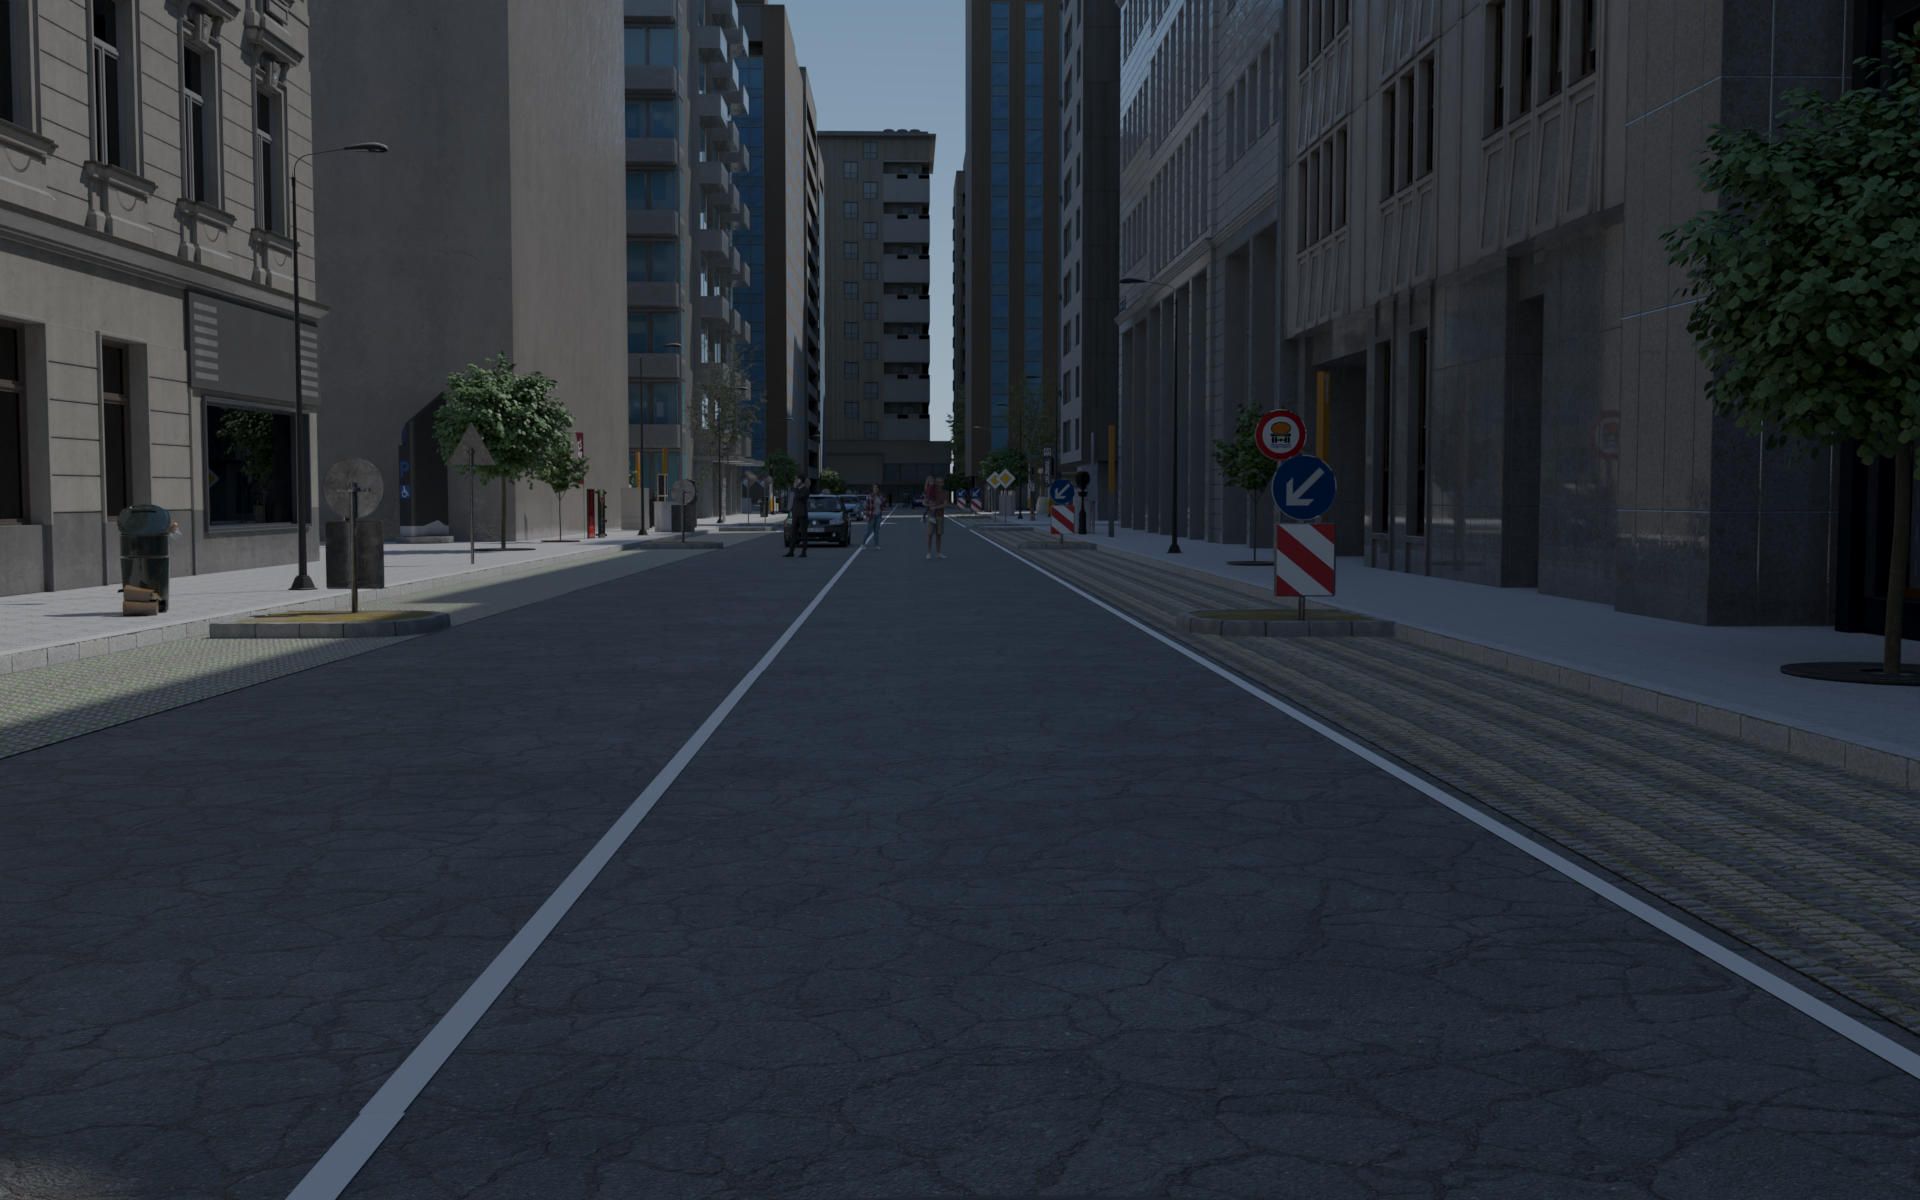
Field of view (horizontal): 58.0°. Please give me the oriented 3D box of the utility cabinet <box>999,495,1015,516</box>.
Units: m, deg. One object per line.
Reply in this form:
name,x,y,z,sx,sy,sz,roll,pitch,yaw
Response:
utility cabinet,2.754,-5.536,101.677,1.020,1.237,0.306,3,5,43

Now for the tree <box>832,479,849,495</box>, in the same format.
tree,-15.224,-14.148,225.926,1.663,3.219,1.824,0,3,0

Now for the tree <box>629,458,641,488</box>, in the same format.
tree,-15.338,-5.083,77.707,1.663,3.219,1.824,0,3,0

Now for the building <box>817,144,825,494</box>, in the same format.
building,-24.366,-34.646,216.572,14.200,45.320,14.600,0,4,-2

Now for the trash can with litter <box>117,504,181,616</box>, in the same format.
trash can with litter,-8.705,-0.440,18.589,0.624,1.170,1.055,-1,4,-23

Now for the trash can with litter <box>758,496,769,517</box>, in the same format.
trash can with litter,-10.870,-5.155,95.667,0.624,1.170,1.055,0,4,-6

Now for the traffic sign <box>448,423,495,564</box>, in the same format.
traffic sign,-8.917,-1.934,31.619,0.884,2.594,0.081,0,4,5

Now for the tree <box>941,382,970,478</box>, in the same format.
tree,1.851,-14.639,157.467,7.486,12.596,7.792,0,3,0

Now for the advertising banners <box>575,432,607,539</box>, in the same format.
advertising banners,-10.625,-3.283,49.866,0.090,3.025,2.074,1,4,12

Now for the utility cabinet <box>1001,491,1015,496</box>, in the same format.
utility cabinet,3.266,-6.664,117.643,0.318,1.500,1.173,-3,5,-39

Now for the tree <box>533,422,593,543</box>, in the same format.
tree,-10.541,-3.152,46.133,1.663,3.219,1.824,0,3,0

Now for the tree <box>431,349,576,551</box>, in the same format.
tree,-10.407,-3.405,39.381,4.285,4.588,4.351,0,3,0

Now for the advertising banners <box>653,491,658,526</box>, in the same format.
advertising banners,-12.452,-4.350,67.314,2.074,3.025,0.090,-1,4,-10

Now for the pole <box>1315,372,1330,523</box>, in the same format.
pole,6.067,-2.150,28.989,0.158,3.312,0.155,0,3,0

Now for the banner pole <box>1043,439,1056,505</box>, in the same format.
banner pole,4.096,-5.413,78.527,0.863,3.779,0.401,2,4,34

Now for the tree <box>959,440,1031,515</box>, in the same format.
tree,2.897,-7.861,112.248,4.285,4.588,4.351,0,3,0

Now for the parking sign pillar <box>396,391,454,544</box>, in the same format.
parking sign pillar,-13.965,-3.462,45.076,1.447,3.967,1.447,2,4,29

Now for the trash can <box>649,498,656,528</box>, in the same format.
trash can,-11.809,-3.274,65.180,0.748,1.137,0.748,0,3,0

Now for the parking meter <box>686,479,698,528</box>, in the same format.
parking meter,-10.178,-3.676,65.814,0.399,1.863,0.255,0,4,4

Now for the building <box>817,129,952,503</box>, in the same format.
building,-15.212,-40.362,249.162,27.495,52.752,28.713,0,4,-2

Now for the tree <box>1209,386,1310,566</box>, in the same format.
tree,5.241,-2.250,31.388,1.663,3.219,1.824,0,3,0

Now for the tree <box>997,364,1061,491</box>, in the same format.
tree,4.328,-9.080,98.816,4.737,8.622,4.395,0,3,0

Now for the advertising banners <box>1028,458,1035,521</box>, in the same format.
advertising banners,3.424,-5.302,82.878,0.090,3.025,2.074,0,4,-6

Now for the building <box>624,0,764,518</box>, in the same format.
building,-23.791,-29.238,97.642,23.786,49.044,30.456,0,4,-2

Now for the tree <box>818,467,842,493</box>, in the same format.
tree,-15.781,-13.670,207.225,4.285,4.588,4.351,0,3,0

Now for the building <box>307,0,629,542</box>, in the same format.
building,-29.263,-15.318,54.967,34.151,26.468,19.350,0,4,-2

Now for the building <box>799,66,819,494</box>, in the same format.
building,-26.742,-34.564,188.828,21.300,48.544,21.600,0,4,-2

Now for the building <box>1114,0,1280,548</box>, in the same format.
building,11.873,-16.714,50.766,11.434,29.767,29.804,0,4,-2

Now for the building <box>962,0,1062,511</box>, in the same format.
building,7.561,-29.918,139.269,14.600,45.320,14.200,0,4,-2

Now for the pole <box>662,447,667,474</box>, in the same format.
pole,-12.906,-5.012,75.785,0.158,3.312,0.155,0,3,0

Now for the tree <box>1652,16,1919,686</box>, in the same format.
tree,6.503,-1.733,12.053,4.285,4.588,4.351,0,3,0

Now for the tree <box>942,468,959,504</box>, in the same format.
tree,0.670,-11.557,172.676,4.285,4.588,4.351,0,3,0

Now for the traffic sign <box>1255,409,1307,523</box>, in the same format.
traffic sign,4.818,-1.589,26.092,0.768,2.556,0.104,0,4,4

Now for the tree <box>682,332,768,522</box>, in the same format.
tree,-10.851,-7.890,79.370,4.360,8.622,3.978,0,3,0

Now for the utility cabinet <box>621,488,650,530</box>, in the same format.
utility cabinet,-11.366,-3.176,60.612,1.173,1.500,0.318,3,5,39

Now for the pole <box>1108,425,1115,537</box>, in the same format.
pole,4.509,-3.528,51.529,0.158,3.312,0.155,0,3,0

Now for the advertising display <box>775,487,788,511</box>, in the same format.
advertising display,-13.247,-7.546,128.596,0.974,1.923,0.123,1,4,17

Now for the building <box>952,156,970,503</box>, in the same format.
building,9.665,-38.096,246.572,21.600,48.544,21.300,0,4,-2

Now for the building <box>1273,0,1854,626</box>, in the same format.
building,12.929,-12.727,26.109,12.078,24.808,19.932,0,4,-2

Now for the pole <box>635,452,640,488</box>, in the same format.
pole,-15.541,-5.487,83.563,0.158,3.312,0.155,0,3,0

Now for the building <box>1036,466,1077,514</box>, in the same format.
building,21.616,-25.744,112.796,32.217,40.220,23.993,0,4,-2

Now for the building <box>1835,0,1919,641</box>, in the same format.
building,14.569,-10.893,7.786,12.332,23.373,15.834,0,4,-2

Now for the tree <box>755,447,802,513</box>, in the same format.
tree,-12.522,-8.310,119.575,4.285,4.588,4.351,0,3,0

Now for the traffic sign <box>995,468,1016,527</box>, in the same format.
traffic sign,1.782,-3.928,67.869,0.795,2.450,0.064,0,4,-2

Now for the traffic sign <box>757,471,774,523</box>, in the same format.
traffic sign,-8.504,-4.399,75.563,0.795,2.450,0.064,0,4,-2

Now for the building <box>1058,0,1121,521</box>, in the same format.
building,12.474,-19.197,85.574,14.107,30.474,14.160,0,4,-2

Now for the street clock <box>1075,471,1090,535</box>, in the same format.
street clock,3.892,-3.080,54.920,0.358,2.002,0.471,3,5,44

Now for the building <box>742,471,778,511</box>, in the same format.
building,-30.554,-26.972,132.880,32.217,40.220,23.993,0,4,-2

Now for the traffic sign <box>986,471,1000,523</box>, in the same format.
traffic sign,1.537,-4.416,75.850,0.795,2.450,0.064,0,4,-2

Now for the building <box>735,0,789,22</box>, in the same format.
building,-22.189,-31.003,157.010,14.600,45.320,14.200,0,4,-2

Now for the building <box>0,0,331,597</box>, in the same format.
building,-19.520,-14.461,12.848,17.030,29.872,44.131,0,4,-2

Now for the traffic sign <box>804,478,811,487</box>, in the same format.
traffic sign,-12.024,-8.254,135.057,0.768,2.556,0.104,0,4,1

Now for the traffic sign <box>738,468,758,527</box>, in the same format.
traffic sign,-8.259,-3.911,67.582,0.795,2.450,0.064,0,4,-2
